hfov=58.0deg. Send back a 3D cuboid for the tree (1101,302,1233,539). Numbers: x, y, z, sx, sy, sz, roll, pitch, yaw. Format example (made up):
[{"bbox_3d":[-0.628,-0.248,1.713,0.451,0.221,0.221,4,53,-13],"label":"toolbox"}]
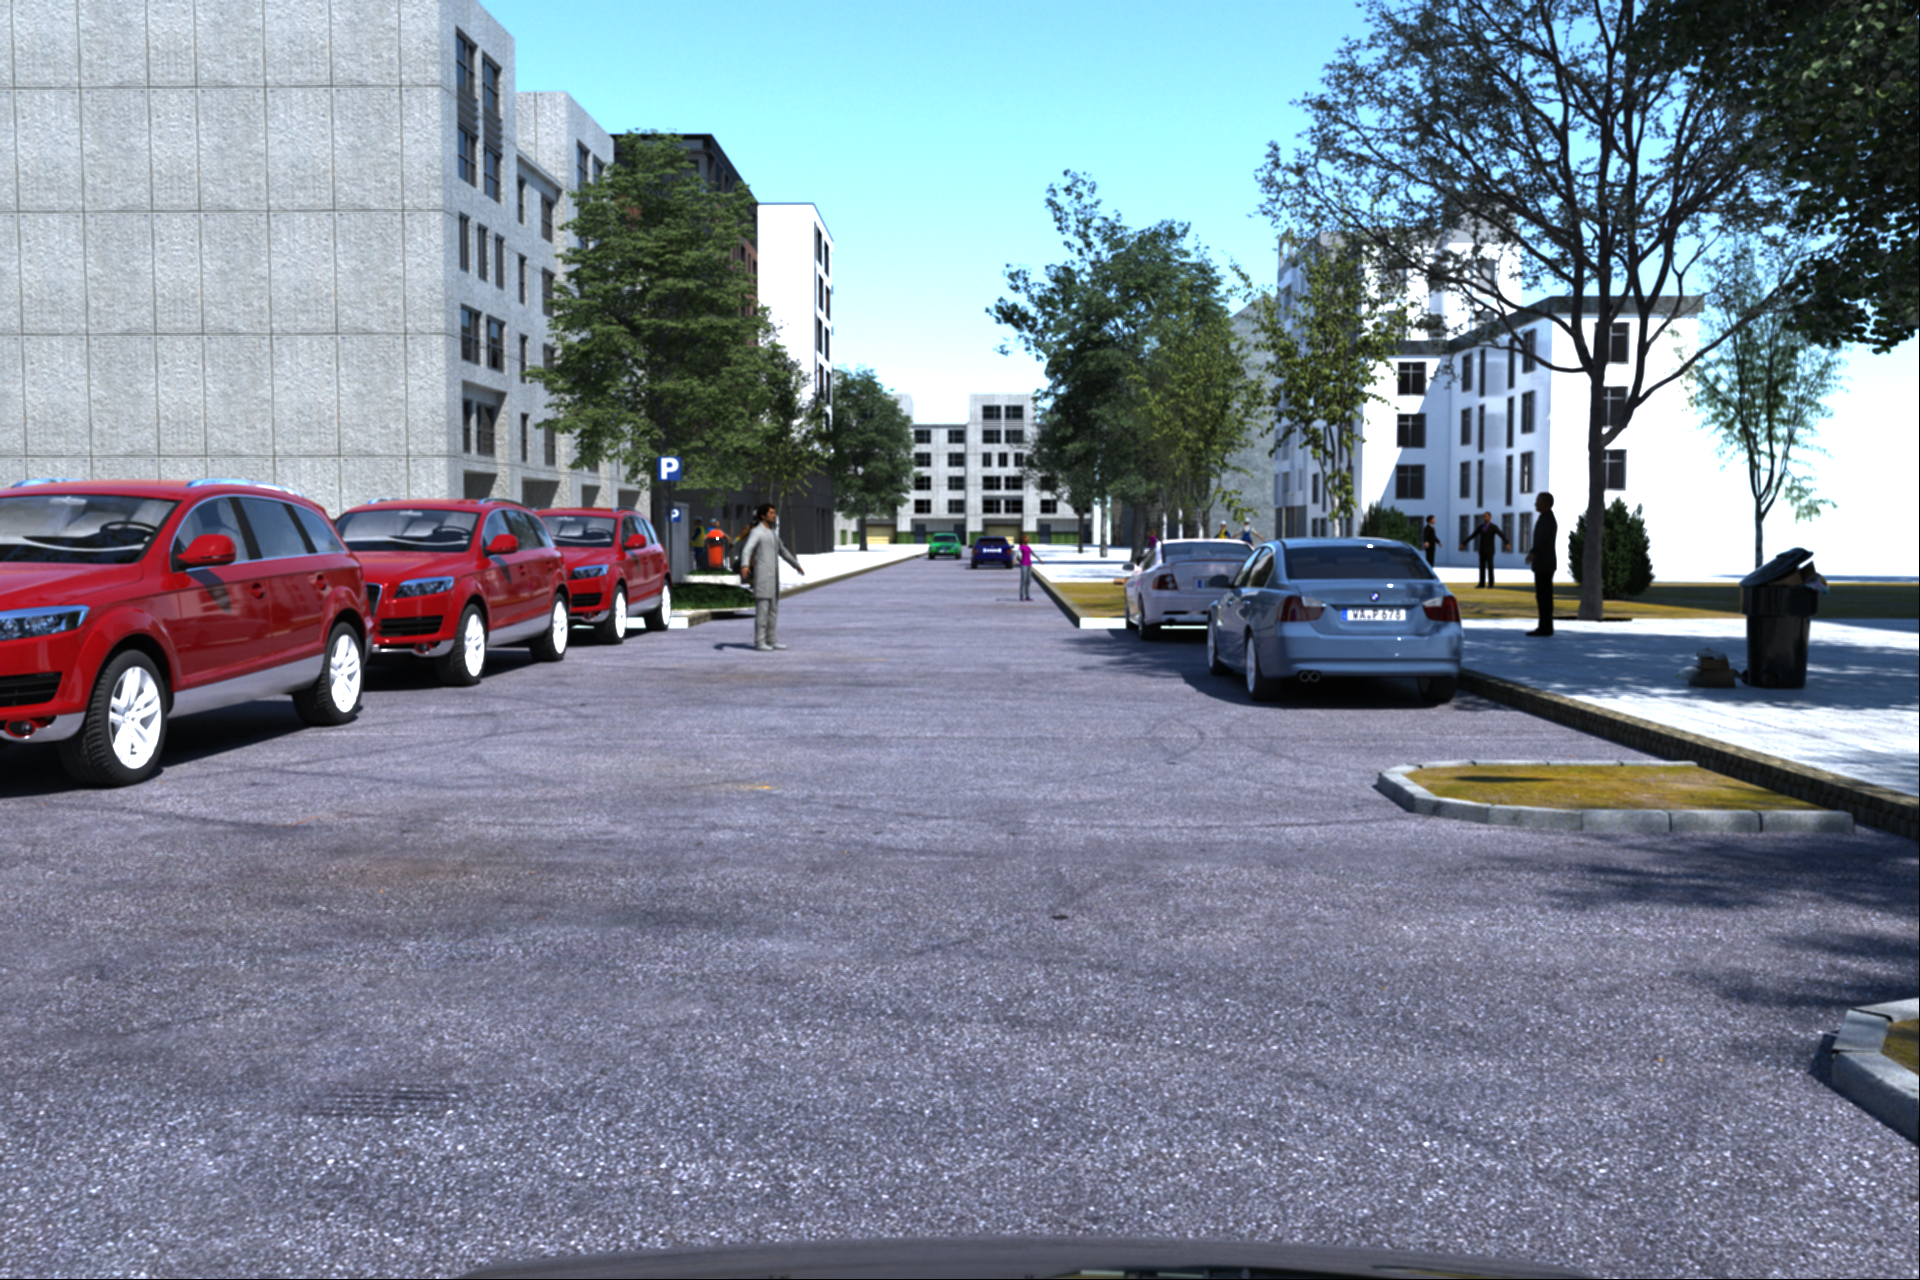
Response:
[{"bbox_3d":[7.161,-6.365,54.423,4.360,8.622,3.978,0,3,0],"label":"tree"}]

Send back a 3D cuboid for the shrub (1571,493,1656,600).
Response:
[{"bbox_3d":[12.745,-1.817,33.752,1.661,2.075,1.752,0,3,0],"label":"shrub"}]

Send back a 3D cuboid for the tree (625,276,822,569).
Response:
[{"bbox_3d":[-8.594,-7.845,62.673,7.601,10.594,8.767,-1,4,-9],"label":"tree"}]

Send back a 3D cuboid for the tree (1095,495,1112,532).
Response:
[{"bbox_3d":[19.662,-16.419,218.804,4.360,8.622,3.978,0,3,0],"label":"tree"}]

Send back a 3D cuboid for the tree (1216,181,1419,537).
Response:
[{"bbox_3d":[7.491,-5.193,35.270,4.737,8.622,4.395,0,3,0],"label":"tree"}]

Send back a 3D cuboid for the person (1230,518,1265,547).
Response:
[{"bbox_3d":[9.932,-3.314,60.037,1.347,1.847,0.705,1,4,9],"label":"person"}]

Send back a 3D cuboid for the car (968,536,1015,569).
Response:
[{"bbox_3d":[1.314,-3.634,72.002,1.945,1.354,3.894,0,4,0],"label":"car"}]

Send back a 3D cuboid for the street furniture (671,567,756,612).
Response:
[{"bbox_3d":[-8.454,-0.915,30.582,10.072,0.657,5.734,0,4,-2],"label":"street furniture"}]

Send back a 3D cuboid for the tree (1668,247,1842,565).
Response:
[{"bbox_3d":[20.616,-5.737,44.168,4.360,8.622,3.978,0,3,0],"label":"tree"}]

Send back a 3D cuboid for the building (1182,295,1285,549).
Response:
[{"bbox_3d":[29.454,-19.403,148.174,19.493,23.208,18.063,0,4,1],"label":"building"}]

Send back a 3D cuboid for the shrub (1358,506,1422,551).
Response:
[{"bbox_3d":[11.307,-2.541,45.594,1.661,2.075,1.752,0,3,0],"label":"shrub"}]

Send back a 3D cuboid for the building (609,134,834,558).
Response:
[{"bbox_3d":[-22.981,-15.977,105.193,27.936,21.610,32.646,0,4,1],"label":"building"}]

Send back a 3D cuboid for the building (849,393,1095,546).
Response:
[{"bbox_3d":[1.152,-21.735,224.287,31.486,18.905,16.747,0,4,0],"label":"building"}]

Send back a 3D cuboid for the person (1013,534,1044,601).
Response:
[{"bbox_3d":[1.452,-1.547,37.009,0.599,1.433,0.991,3,5,41],"label":"person"}]

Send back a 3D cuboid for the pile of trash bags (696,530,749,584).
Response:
[{"bbox_3d":[-6.017,-2.130,44.575,1.912,1.369,3.447,0,4,2],"label":"pile of trash bags"}]

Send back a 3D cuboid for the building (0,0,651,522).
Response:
[{"bbox_3d":[-24.047,-12.434,69.747,16.747,18.905,31.486,0,4,1],"label":"building"}]

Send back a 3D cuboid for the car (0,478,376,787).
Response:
[{"bbox_3d":[-5.652,-0.175,11.528,2.281,1.827,5.304,0,4,2],"label":"car"}]

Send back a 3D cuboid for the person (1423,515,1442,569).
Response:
[{"bbox_3d":[13.151,-2.578,48.332,0.705,1.806,1.347,2,4,32],"label":"person"}]

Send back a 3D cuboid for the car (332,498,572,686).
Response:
[{"bbox_3d":[-5.531,-0.570,17.995,2.281,1.827,5.304,0,4,2],"label":"car"}]

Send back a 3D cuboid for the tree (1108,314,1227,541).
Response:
[{"bbox_3d":[6.747,-6.647,59.043,4.360,8.622,3.978,0,3,0],"label":"tree"}]

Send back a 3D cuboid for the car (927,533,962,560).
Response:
[{"bbox_3d":[-0.840,-5.458,98.038,1.959,1.807,4.718,0,4,2],"label":"car"}]

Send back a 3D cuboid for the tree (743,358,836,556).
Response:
[{"bbox_3d":[-7.612,-7.516,73.245,4.737,8.622,4.395,0,3,0],"label":"tree"}]

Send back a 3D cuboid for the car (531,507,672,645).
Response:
[{"bbox_3d":[-5.366,-0.945,24.121,2.281,1.827,5.304,0,4,1],"label":"car"}]

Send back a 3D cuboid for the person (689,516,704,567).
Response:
[{"bbox_3d":[-7.893,-2.817,52.026,0.705,1.833,1.349,0,4,4],"label":"person"}]

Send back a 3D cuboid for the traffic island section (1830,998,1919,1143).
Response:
[{"bbox_3d":[3.249,1.148,4.098,1.991,0.108,1.994,0,4,1],"label":"traffic island section"}]

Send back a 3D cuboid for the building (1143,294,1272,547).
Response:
[{"bbox_3d":[27.901,-20.554,166.989,19.493,23.208,18.063,0,4,1],"label":"building"}]

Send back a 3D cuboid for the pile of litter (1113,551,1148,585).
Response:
[{"bbox_3d":[4.444,-1.821,43.740,1.176,0.858,1.719,0,4,0],"label":"pile of litter"}]

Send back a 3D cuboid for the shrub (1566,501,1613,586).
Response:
[{"bbox_3d":[15.239,-2.273,41.210,1.661,2.075,1.752,0,3,0],"label":"shrub"}]

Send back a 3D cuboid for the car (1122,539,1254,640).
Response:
[{"bbox_3d":[3.384,-0.754,24.690,2.083,1.381,4.827,0,4,2],"label":"car"}]

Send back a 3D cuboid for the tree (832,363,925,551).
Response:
[{"bbox_3d":[-7.133,-13.573,128.577,9.857,13.997,8.962,0,3,0],"label":"tree"}]

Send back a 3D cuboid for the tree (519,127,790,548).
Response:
[{"bbox_3d":[-8.702,-8.030,49.424,7.486,12.596,7.792,0,3,0],"label":"tree"}]

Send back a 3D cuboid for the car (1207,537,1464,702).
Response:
[{"bbox_3d":[3.382,-0.252,16.119,2.014,1.417,4.499,0,4,1],"label":"car"}]

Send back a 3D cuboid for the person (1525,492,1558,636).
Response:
[{"bbox_3d":[7.334,-0.957,21.827,0.705,1.807,1.348,2,4,26],"label":"person"}]

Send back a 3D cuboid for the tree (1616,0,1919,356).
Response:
[{"bbox_3d":[9.402,-6.499,12.911,9.857,13.997,8.962,0,3,0],"label":"tree"}]

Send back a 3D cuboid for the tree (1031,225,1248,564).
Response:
[{"bbox_3d":[7.620,-10.181,73.118,9.857,13.997,8.962,0,3,0],"label":"tree"}]

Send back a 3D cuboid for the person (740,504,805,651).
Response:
[{"bbox_3d":[-2.359,-0.778,21.360,0.705,1.806,1.347,2,4,26],"label":"person"}]

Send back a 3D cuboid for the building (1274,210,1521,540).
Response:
[{"bbox_3d":[24.913,-15.388,108.007,16.016,20.090,11.380,0,4,1],"label":"building"}]

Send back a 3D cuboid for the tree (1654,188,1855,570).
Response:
[{"bbox_3d":[17.186,-5.293,36.900,4.360,8.622,3.978,0,3,0],"label":"tree"}]

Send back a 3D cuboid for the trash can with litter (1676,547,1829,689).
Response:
[{"bbox_3d":[6.613,-0.188,14.466,1.055,1.170,0.624,0,4,1],"label":"trash can with litter"}]

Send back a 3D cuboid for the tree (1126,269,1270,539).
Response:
[{"bbox_3d":[6.679,-5.970,47.978,4.737,8.622,4.395,0,3,0],"label":"tree"}]

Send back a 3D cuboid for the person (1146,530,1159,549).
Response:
[{"bbox_3d":[7.113,-3.306,63.323,0.599,1.433,0.991,-3,4,-36],"label":"person"}]

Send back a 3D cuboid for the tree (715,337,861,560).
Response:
[{"bbox_3d":[-8.128,-9.010,81.720,7.601,10.594,8.767,2,4,28],"label":"tree"}]

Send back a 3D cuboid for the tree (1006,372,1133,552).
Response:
[{"bbox_3d":[8.504,-13.041,123.591,12.009,13.543,11.850,0,3,0],"label":"tree"}]

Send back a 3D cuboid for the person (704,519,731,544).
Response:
[{"bbox_3d":[-8.672,-3.362,61.092,1.347,1.817,0.704,-3,5,-42],"label":"person"}]

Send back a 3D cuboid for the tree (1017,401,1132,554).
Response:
[{"bbox_3d":[7.855,-10.903,112.680,8.767,10.594,7.601,0,4,3],"label":"tree"}]

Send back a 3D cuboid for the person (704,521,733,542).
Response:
[{"bbox_3d":[-8.115,-3.135,58.064,1.217,1.733,0.721,-2,4,-32],"label":"person"}]

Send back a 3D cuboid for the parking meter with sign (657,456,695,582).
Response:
[{"bbox_3d":[-6.470,-2.661,39.766,0.543,3.016,1.738,0,4,3],"label":"parking meter with sign"}]

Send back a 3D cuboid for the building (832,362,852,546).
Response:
[{"bbox_3d":[-21.292,-19.602,186.954,16.747,18.905,31.486,0,4,1],"label":"building"}]

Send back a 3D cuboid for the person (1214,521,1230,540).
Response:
[{"bbox_3d":[9.837,-3.599,65.308,0.721,1.772,1.216,-2,4,-26],"label":"person"}]

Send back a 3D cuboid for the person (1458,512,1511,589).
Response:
[{"bbox_3d":[12.389,-2.114,40.792,0.704,1.802,1.346,-3,5,-42],"label":"person"}]

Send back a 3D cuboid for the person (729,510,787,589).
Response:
[{"bbox_3d":[-4.688,-2.101,40.113,1.354,1.858,0.705,-1,4,-13],"label":"person"}]

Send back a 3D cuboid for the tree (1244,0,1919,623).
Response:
[{"bbox_3d":[9.506,-7.030,25.311,12.009,13.543,11.850,0,3,0],"label":"tree"}]

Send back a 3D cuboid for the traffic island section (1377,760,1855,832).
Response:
[{"bbox_3d":[3.330,0.828,9.336,1.991,0.108,1.994,0,4,2],"label":"traffic island section"}]

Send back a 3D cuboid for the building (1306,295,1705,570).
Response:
[{"bbox_3d":[21.923,-8.134,75.135,9.099,9.664,28.070,0,4,1],"label":"building"}]

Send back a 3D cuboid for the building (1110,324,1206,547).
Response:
[{"bbox_3d":[26.071,-21.699,185.707,19.493,23.208,18.063,0,4,1],"label":"building"}]

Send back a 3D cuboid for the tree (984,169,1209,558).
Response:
[{"bbox_3d":[6.424,-14.494,92.864,12.611,20.169,13.585,0,3,0],"label":"tree"}]
